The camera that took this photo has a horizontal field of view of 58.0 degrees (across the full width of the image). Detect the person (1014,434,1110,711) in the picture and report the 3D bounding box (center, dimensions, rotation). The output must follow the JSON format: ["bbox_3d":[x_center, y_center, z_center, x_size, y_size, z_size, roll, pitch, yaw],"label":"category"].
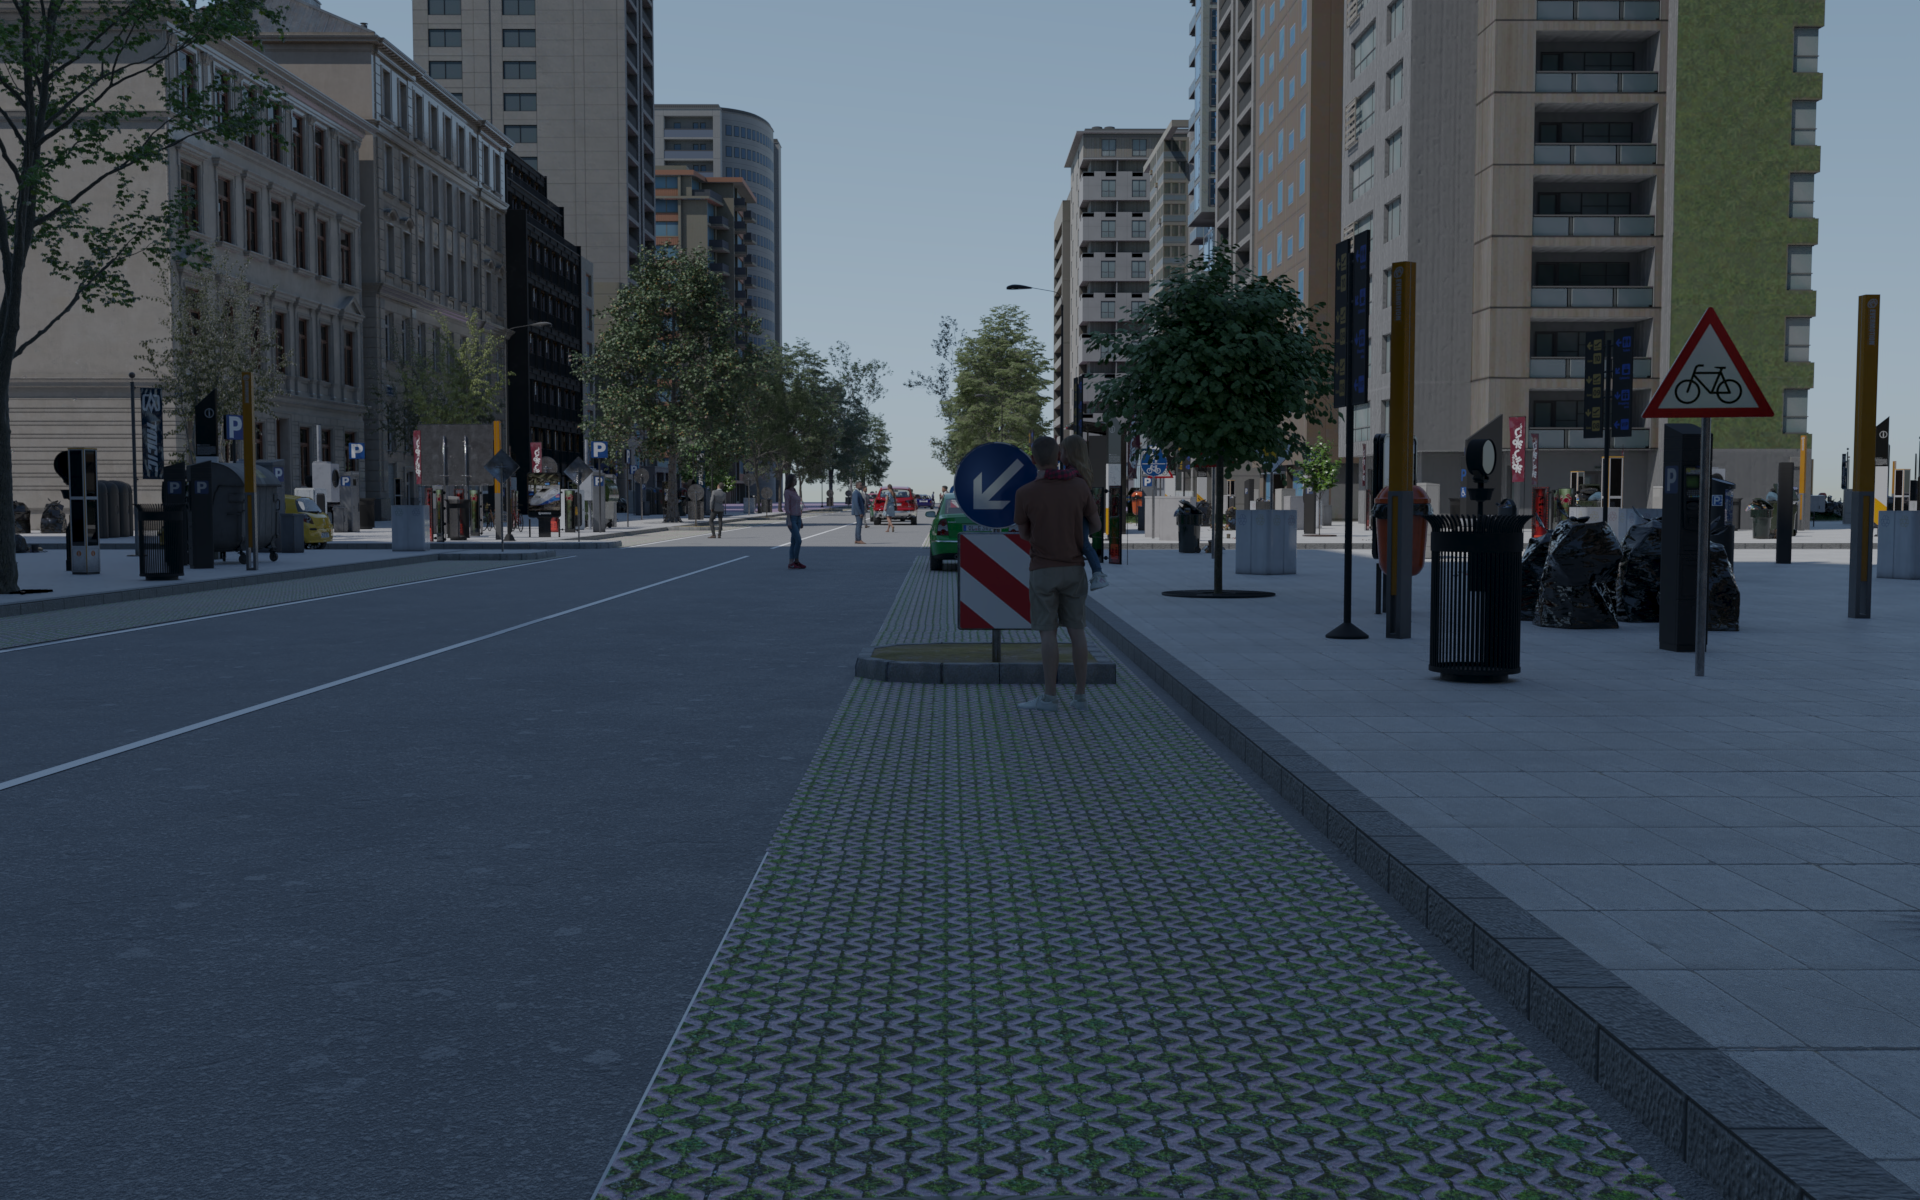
[{"bbox_3d":[0.687,-0.185,11.505,0.573,1.828,0.580,2,4,31],"label":"person"}]

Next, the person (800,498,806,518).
[{"bbox_3d":[-9.515,-5.523,103.810,0.505,1.210,0.382,-2,4,-26],"label":"person"}]

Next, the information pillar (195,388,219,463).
[{"bbox_3d":[-16.620,-2.871,38.296,0.504,3.616,0.183,0,4,2],"label":"information pillar"}]

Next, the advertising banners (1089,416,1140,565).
[{"bbox_3d":[2.834,-2.168,31.643,0.090,3.025,2.074,-1,4,-21],"label":"advertising banners"}]

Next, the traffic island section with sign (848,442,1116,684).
[{"bbox_3d":[0.172,-0.323,13.915,1.989,1.847,2.006,0,4,0],"label":"traffic island section with sign"}]

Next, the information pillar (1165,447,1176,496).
[{"bbox_3d":[9.506,-5.307,78.122,0.504,3.616,0.183,2,4,25],"label":"information pillar"}]

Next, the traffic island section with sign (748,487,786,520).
[{"bbox_3d":[-10.595,-5.294,95.182,1.989,1.847,2.006,0,4,0],"label":"traffic island section with sign"}]

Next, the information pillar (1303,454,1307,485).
[{"bbox_3d":[15.408,-5.259,77.339,0.183,3.616,0.504,0,4,-4],"label":"information pillar"}]

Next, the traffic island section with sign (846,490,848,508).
[{"bbox_3d":[-11.137,-10.087,173.553,1.989,1.847,2.006,0,4,0],"label":"traffic island section with sign"}]

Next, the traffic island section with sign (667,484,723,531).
[{"bbox_3d":[-10.411,-3.645,68.227,1.989,1.847,2.006,0,4,0],"label":"traffic island section with sign"}]

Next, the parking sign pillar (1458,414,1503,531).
[{"bbox_3d":[17.552,-4.272,58.326,1.447,3.967,1.447,-1,4,-12],"label":"parking sign pillar"}]

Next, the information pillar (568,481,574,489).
[{"bbox_3d":[-21.819,-5.669,97.176,0.304,2.012,0.304,0,4,-3],"label":"information pillar"}]

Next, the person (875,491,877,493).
[{"bbox_3d":[-9.947,-12.083,206.066,0.705,1.823,1.348,2,4,35],"label":"person"}]

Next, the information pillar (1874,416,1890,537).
[{"bbox_3d":[27.644,-3.714,52.071,0.504,3.616,0.183,2,4,33],"label":"information pillar"}]

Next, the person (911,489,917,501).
[{"bbox_3d":[-3.346,-6.826,120.374,0.678,1.792,0.850,-1,4,-13],"label":"person"}]

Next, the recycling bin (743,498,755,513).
[{"bbox_3d":[-14.000,-6.273,115.117,0.722,1.027,0.722,0,4,-1],"label":"recycling bin"}]

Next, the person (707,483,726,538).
[{"bbox_3d":[-7.875,-2.900,56.094,0.592,1.802,0.473,-1,4,-21],"label":"person"}]

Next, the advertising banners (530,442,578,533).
[{"bbox_3d":[-13.580,-3.773,57.874,2.074,3.025,0.090,2,4,31],"label":"advertising banners"}]

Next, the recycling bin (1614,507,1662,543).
[{"bbox_3d":[11.945,-1.076,30.146,0.722,1.027,0.722,0,4,-5],"label":"recycling bin"}]

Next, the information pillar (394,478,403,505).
[{"bbox_3d":[-25.831,-4.599,79.687,0.304,2.012,0.304,-1,4,-10],"label":"information pillar"}]

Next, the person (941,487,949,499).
[{"bbox_3d":[-0.673,-4.633,84.210,0.622,1.834,0.822,2,4,34],"label":"person"}]

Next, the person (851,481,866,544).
[{"bbox_3d":[-2.923,-2.521,49.906,0.419,1.800,0.721,0,4,-5],"label":"person"}]

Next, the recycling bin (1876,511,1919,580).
[{"bbox_3d":[14.453,-0.838,26.249,0.722,1.027,0.722,-1,4,-15],"label":"recycling bin"}]

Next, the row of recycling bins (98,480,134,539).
[{"bbox_3d":[-25.250,-2.699,51.234,1.069,1.692,3.534,-1,4,-11],"label":"row of recycling bins"}]

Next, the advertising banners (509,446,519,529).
[{"bbox_3d":[-16.421,-4.126,63.650,0.090,3.025,2.074,0,4,-5],"label":"advertising banners"}]

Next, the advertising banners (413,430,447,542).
[{"bbox_3d":[-14.309,-3.088,46.678,0.090,3.025,2.074,-3,4,-38],"label":"advertising banners"}]

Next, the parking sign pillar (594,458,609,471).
[{"bbox_3d":[-22.420,-7.366,108.902,1.447,3.967,1.447,2,4,28],"label":"parking sign pillar"}]

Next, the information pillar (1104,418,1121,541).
[{"bbox_3d":[4.209,-3.442,47.626,0.504,3.616,0.183,-3,4,-38],"label":"information pillar"}]

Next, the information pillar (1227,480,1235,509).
[{"bbox_3d":[14.248,-5.293,91.033,0.304,2.012,0.304,-1,4,-22],"label":"information pillar"}]

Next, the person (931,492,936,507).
[{"bbox_3d":[-2.985,-11.386,195.601,0.436,1.711,0.756,-1,4,-12],"label":"person"}]

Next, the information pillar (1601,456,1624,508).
[{"bbox_3d":[12.779,-1.803,33.964,0.304,2.012,0.304,0,4,-6],"label":"information pillar"}]

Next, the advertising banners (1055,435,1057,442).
[{"bbox_3d":[2.724,-3.334,50.691,0.090,3.025,2.074,1,4,10],"label":"advertising banners"}]

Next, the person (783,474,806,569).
[{"bbox_3d":[-3.170,-1.499,33.022,0.388,1.821,0.555,1,4,11],"label":"person"}]

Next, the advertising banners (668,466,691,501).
[{"bbox_3d":[-16.258,-6.449,101.623,2.074,3.025,0.090,-3,5,-42],"label":"advertising banners"}]

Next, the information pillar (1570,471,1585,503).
[{"bbox_3d":[19.901,-3.142,55.867,0.304,2.012,0.304,-2,4,-27],"label":"information pillar"}]

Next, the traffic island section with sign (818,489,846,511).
[{"bbox_3d":[-10.946,-8.439,146.599,1.989,1.847,2.006,0,4,0],"label":"traffic island section with sign"}]

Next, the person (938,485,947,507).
[{"bbox_3d":[-0.579,-3.893,72.420,0.850,1.792,0.678,-1,4,-9],"label":"person"}]

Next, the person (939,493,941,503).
[{"bbox_3d":[-2.981,-15.572,264.578,0.415,1.643,0.593,1,4,18],"label":"person"}]

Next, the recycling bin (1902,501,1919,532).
[{"bbox_3d":[35.255,-3.121,63.576,0.722,1.027,0.722,0,4,-2],"label":"recycling bin"}]

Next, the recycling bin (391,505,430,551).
[{"bbox_3d":[-12.382,-1.621,39.051,0.722,1.027,0.722,0,4,-7],"label":"recycling bin"}]

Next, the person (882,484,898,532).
[{"bbox_3d":[-2.574,-3.435,64.763,0.616,1.811,0.778,-2,4,-29],"label":"person"}]

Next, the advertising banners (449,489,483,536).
[{"bbox_3d":[-15.383,-3.489,53.238,2.074,3.025,0.090,3,4,37],"label":"advertising banners"}]

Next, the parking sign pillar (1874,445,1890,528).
[{"bbox_3d":[34.629,-4.712,65.516,1.447,3.967,1.447,0,4,2],"label":"parking sign pillar"}]

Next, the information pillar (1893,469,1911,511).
[{"bbox_3d":[27.419,-2.810,50.429,0.304,2.012,0.304,-2,4,-25],"label":"information pillar"}]

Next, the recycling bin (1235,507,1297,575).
[{"bbox_3d":[4.910,-0.931,27.777,0.722,1.027,0.722,-3,5,-40],"label":"recycling bin"}]

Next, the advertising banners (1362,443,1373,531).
[{"bbox_3d":[14.323,-3.950,60.762,0.090,3.025,2.074,2,4,26],"label":"advertising banners"}]

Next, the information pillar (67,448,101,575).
[{"bbox_3d":[-13.969,-1.415,27.627,0.304,2.012,0.304,1,4,14],"label":"information pillar"}]

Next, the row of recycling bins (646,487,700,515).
[{"bbox_3d":[-18.291,-6.389,111.578,3.534,1.692,1.069,-3,5,-39],"label":"row of recycling bins"}]

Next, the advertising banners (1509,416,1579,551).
[{"bbox_3d":[12.873,-2.576,38.308,0.090,3.025,2.074,-2,4,-27],"label":"advertising banners"}]

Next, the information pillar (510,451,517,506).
[{"bbox_3d":[-22.336,-5.802,86.219,0.504,3.616,0.183,-1,4,-13],"label":"information pillar"}]

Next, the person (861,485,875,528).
[{"bbox_3d":[-4.044,-3.923,72.918,0.850,1.792,0.678,3,5,40],"label":"person"}]

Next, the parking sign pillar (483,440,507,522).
[{"bbox_3d":[-21.078,-5.542,79.090,1.447,3.967,1.447,1,4,11],"label":"parking sign pillar"}]

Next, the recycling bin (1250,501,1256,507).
[{"bbox_3d":[11.106,-3.127,63.679,0.722,1.027,0.722,2,4,26],"label":"recycling bin"}]

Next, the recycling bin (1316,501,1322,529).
[{"bbox_3d":[13.101,-3.187,64.659,0.722,1.027,0.722,1,4,23],"label":"recycling bin"}]

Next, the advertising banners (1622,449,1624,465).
[{"bbox_3d":[23.074,-3.926,60.377,0.090,3.025,2.074,1,4,22],"label":"advertising banners"}]

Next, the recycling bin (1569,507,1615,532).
[{"bbox_3d":[12.089,-1.251,33.007,0.722,1.027,0.722,0,4,-4],"label":"recycling bin"}]
